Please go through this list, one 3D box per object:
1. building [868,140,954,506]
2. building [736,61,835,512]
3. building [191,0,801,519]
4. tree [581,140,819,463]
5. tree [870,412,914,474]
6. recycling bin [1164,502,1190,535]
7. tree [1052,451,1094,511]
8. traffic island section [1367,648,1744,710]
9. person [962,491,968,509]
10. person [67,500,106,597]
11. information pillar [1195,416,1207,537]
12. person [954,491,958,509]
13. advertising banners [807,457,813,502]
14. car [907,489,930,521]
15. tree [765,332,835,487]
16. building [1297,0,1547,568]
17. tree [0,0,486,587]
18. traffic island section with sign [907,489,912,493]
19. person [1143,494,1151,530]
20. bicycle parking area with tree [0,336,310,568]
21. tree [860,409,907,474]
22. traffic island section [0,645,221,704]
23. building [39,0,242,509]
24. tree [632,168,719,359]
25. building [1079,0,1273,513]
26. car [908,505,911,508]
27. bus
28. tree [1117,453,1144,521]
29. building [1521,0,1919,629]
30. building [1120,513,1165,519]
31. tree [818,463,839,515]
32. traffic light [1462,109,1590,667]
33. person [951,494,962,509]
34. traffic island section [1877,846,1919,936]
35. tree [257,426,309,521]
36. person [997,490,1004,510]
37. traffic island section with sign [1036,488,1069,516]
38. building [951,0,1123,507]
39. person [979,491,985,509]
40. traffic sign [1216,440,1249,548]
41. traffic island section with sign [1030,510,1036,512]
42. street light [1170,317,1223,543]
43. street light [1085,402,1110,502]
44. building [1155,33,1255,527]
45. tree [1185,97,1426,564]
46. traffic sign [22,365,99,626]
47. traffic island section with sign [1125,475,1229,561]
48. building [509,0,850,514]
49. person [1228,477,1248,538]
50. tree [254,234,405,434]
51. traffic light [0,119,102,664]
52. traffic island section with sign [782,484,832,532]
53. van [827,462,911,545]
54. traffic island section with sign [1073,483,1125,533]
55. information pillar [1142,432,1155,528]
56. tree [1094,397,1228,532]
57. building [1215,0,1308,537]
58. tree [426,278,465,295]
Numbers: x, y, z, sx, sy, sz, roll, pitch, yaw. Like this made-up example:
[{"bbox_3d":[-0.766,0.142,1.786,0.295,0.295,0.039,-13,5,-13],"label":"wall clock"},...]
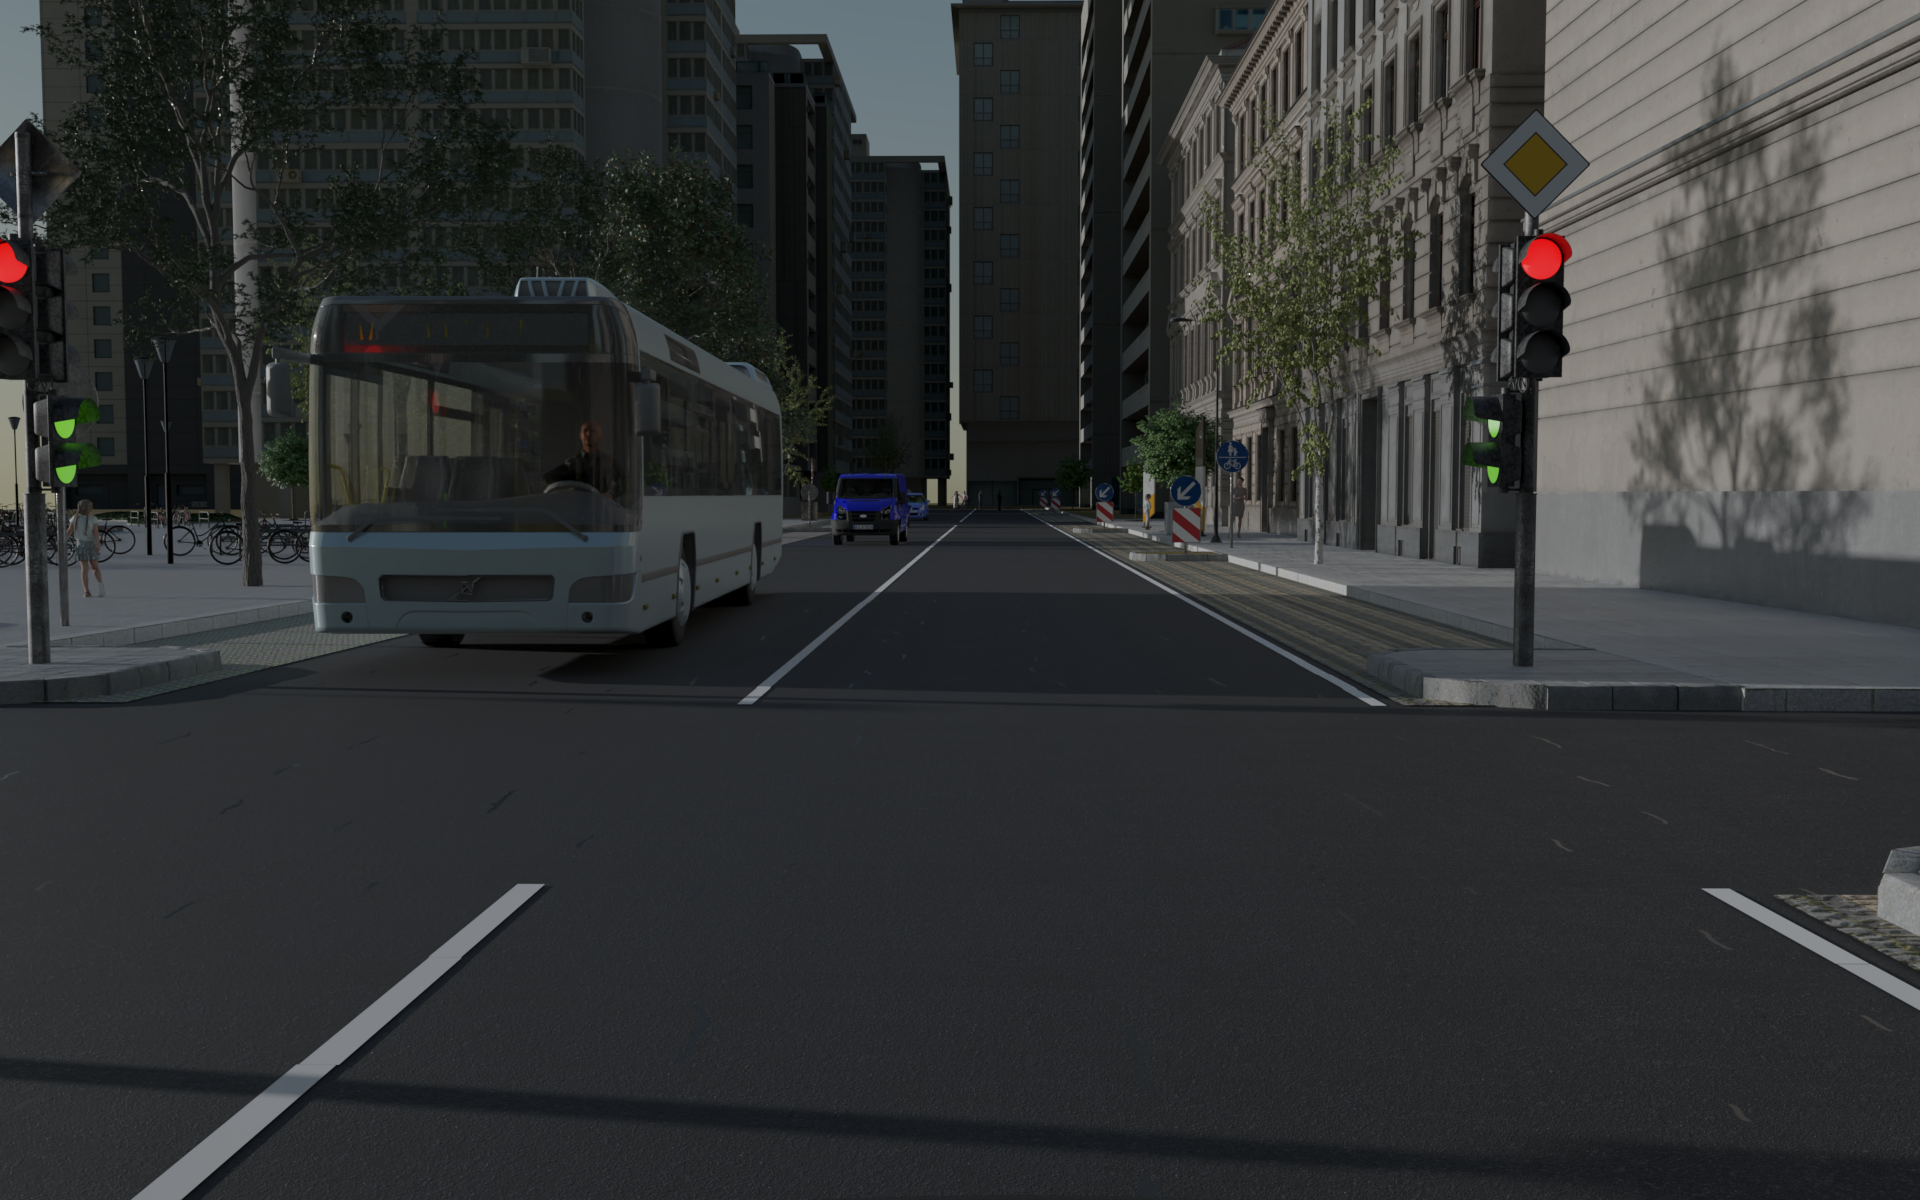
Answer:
[{"bbox_3d":[-12.872,-30.433,189.456,23.993,40.220,32.217,0,4,1],"label":"building"},{"bbox_3d":[-16.354,-21.271,119.477,14.160,30.474,14.107,0,4,1],"label":"building"},{"bbox_3d":[-26.042,-24.983,100.347,32.217,40.220,23.993,0,4,1],"label":"building"},{"bbox_3d":[-9.429,-8.532,56.510,9.611,12.733,9.660,0,3,0],"label":"tree"},{"bbox_3d":[-6.288,-12.548,155.525,4.360,8.622,3.978,0,3,0],"label":"tree"},{"bbox_3d":[6.770,-2.538,54.043,0.722,1.027,0.722,0,4,2],"label":"recycling bin"},{"bbox_3d":[8.720,-9.161,133.502,4.285,4.588,4.351,0,3,0],"label":"tree"},{"bbox_3d":[4.230,0.571,12.944,2.009,0.180,2.903,0,4,1],"label":"traffic island section"},{"bbox_3d":[0.397,-9.295,161.418,0.436,1.711,0.756,-3,5,-39],"label":"person"},{"bbox_3d":[-10.883,-0.638,21.483,0.505,1.210,0.382,-1,4,-19],"label":"person"},{"bbox_3d":[7.250,-3.721,52.195,0.183,3.616,0.504,-1,4,-20],"label":"information pillar"},{"bbox_3d":[-0.378,-9.471,164.013,0.551,1.740,0.621,3,4,39],"label":"person"},{"bbox_3d":[-7.231,-5.350,83.667,0.090,3.025,2.074,-1,4,-11],"label":"advertising banners"},{"bbox_3d":[-2.586,-5.206,94.708,1.945,1.707,3.694,0,4,0],"label":"car"},{"bbox_3d":[-8.002,-7.750,77.071,4.737,8.622,4.395,0,3,0],"label":"tree"},{"bbox_3d":[13.805,-11.557,38.104,9.793,20.994,18.267,0,4,1],"label":"building"},{"bbox_3d":[-9.826,-5.490,24.178,8.767,10.594,7.601,0,4,2],"label":"tree"},{"bbox_3d":[-4.206,-8.148,141.849,1.989,1.847,2.006,0,4,1],"label":"traffic island section with sign"},{"bbox_3d":[6.754,-3.178,62.275,0.394,1.301,0.425,-3,5,-43],"label":"person"},{"bbox_3d":[-15.897,-2.868,33.895,9.016,4.147,8.231,-1,4,-16],"label":"bicycle parking area with tree"},{"bbox_3d":[-6.533,-12.177,149.461,4.737,8.622,4.395,0,3,0],"label":"tree"},{"bbox_3d":[-7.010,0.558,13.165,2.009,0.180,2.903,0,4,1],"label":"traffic island section"},{"bbox_3d":[-65.078,-43.677,152.370,20.611,71.187,20.563,0,4,1],"label":"building"},{"bbox_3d":[-9.637,-6.738,44.586,7.601,10.594,8.767,0,4,-3],"label":"tree"},{"bbox_3d":[21.575,-32.153,149.398,21.300,48.544,21.600,0,4,1],"label":"building"},{"bbox_3d":[-3.083,-3.858,75.663,1.945,1.354,3.894,0,4,0],"label":"car"},{"bbox_3d":[-3.860,-1.481,19.081,2.948,3.499,13.247,0,4,0],"label":"bus"},{"bbox_3d":[8.148,-5.315,81.494,1.663,3.219,1.824,0,3,0],"label":"tree"},{"bbox_3d":[20.360,-14.288,20.998,23.554,28.519,14.401,0,4,1],"label":"building"},{"bbox_3d":[20.723,-29.086,99.258,21.300,48.544,21.600,0,4,1],"label":"building"},{"bbox_3d":[-7.793,-6.816,106.045,1.663,3.219,1.824,0,3,0],"label":"tree"},{"bbox_3d":[4.190,-1.462,12.831,0.839,4.253,0.868,0,4,1],"label":"traffic light"},{"bbox_3d":[-0.277,-9.534,165.104,1.217,1.735,0.721,0,4,1],"label":"person"},{"bbox_3d":[4.076,1.059,4.961,2.009,0.180,2.903,0,4,1],"label":"traffic island section"},{"bbox_3d":[-32.046,-6.096,83.383,4.285,4.588,4.351,0,3,0],"label":"tree"},{"bbox_3d":[3.521,-8.804,152.588,0.705,1.807,1.348,-1,4,-18],"label":"person"},{"bbox_3d":[6.194,-6.486,114.680,1.989,1.847,2.006,0,4,1],"label":"traffic island section with sign"},{"bbox_3d":[13.097,-36.571,187.174,27.495,52.752,28.713,0,4,1],"label":"building"},{"bbox_3d":[2.059,-9.506,164.379,0.568,1.767,0.683,0,4,6],"label":"person"},{"bbox_3d":[6.452,-2.508,41.104,0.768,2.556,0.104,0,4,3],"label":"traffic sign"},{"bbox_3d":[6.708,-8.142,141.752,1.989,1.847,2.006,0,4,1],"label":"traffic island section with sign"},{"bbox_3d":[6.230,-4.472,45.656,1.470,5.913,1.316,0,4,1],"label":"street light"},{"bbox_3d":[7.026,-7.039,87.629,1.470,5.913,1.316,0,4,1],"label":"street light"},{"bbox_3d":[15.470,-14.752,77.352,11.583,22.565,21.152,0,4,1],"label":"building"},{"bbox_3d":[6.347,-4.963,31.509,4.737,8.622,4.395,0,3,0],"label":"tree"},{"bbox_3d":[-8.704,-1.019,16.763,0.768,2.556,0.104,0,4,5],"label":"traffic sign"},{"bbox_3d":[4.709,-1.769,37.558,1.989,1.847,2.006,0,4,1],"label":"traffic island section with sign"},{"bbox_3d":[-21.210,-27.805,146.496,23.993,40.220,32.217,0,4,1],"label":"building"},{"bbox_3d":[8.133,-2.708,50.664,0.599,1.781,0.374,0,4,-2],"label":"person"},{"bbox_3d":[-17.797,-6.030,48.957,4.737,8.622,4.395,0,3,0],"label":"tree"},{"bbox_3d":[-6.970,-1.474,13.029,0.839,4.253,0.868,0,4,1],"label":"traffic light"},{"bbox_3d":[-5.668,-3.483,65.577,1.989,1.847,2.006,0,4,1],"label":"traffic island section with sign"},{"bbox_3d":[-2.578,-2.820,50.490,2.240,2.365,5.245,0,4,2],"label":"van"},{"bbox_3d":[5.229,-3.418,64.508,1.989,1.847,2.006,0,4,1],"label":"traffic island section with sign"},{"bbox_3d":[7.144,-4.535,65.507,0.504,3.616,0.183,3,4,39],"label":"information pillar"},{"bbox_3d":[7.367,-4.572,58.464,4.285,4.588,4.351,0,3,0],"label":"tree"},{"bbox_3d":[14.889,-11.774,57.129,10.561,19.102,19.286,0,4,1],"label":"building"},{"bbox_3d":[-17.720,-6.624,58.659,4.737,8.622,4.395,0,3,0],"label":"tree"}]
